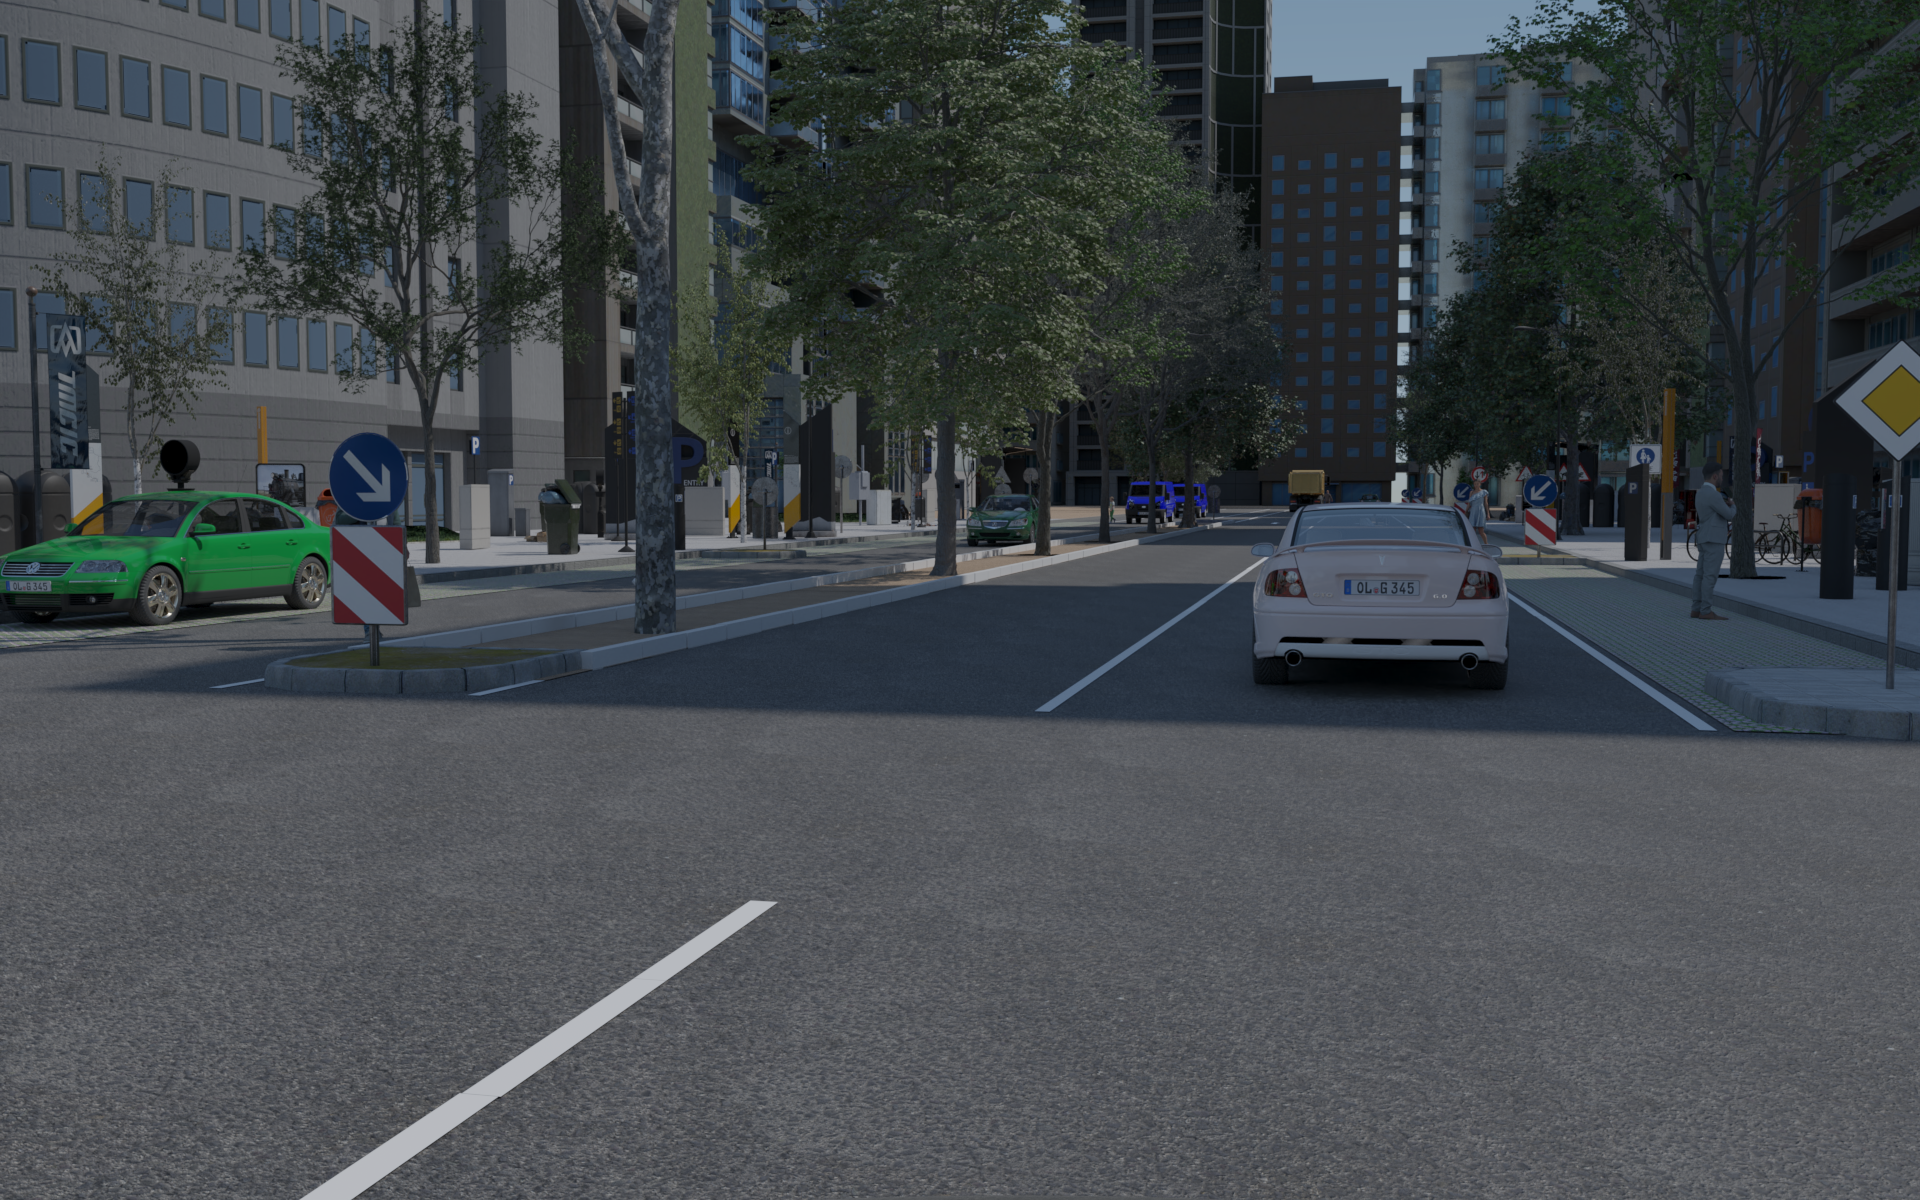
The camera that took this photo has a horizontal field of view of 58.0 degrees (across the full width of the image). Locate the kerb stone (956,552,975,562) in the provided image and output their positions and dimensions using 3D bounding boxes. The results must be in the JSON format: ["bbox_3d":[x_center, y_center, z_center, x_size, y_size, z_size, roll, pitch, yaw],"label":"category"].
[{"bbox_3d":[0.109,-0.908,37.051,0.120,0.150,1.000,1,4,13],"label":"kerb stone"}]

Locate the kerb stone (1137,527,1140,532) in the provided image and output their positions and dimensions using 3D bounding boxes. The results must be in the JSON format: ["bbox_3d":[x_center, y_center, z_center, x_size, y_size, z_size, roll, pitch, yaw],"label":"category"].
[{"bbox_3d":[6.554,-2.616,65.014,0.120,0.150,1.000,1,4,13],"label":"kerb stone"}]

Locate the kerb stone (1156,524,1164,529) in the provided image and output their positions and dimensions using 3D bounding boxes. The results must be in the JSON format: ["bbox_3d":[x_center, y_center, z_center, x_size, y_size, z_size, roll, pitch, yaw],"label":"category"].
[{"bbox_3d":[8.397,-3.107,72.994,0.120,0.150,1.000,1,4,13],"label":"kerb stone"}]

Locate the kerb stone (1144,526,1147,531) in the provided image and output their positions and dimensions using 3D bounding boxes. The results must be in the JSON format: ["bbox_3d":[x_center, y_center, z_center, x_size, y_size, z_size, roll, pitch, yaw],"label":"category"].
[{"bbox_3d":[7.019,-2.741,67.012,0.120,0.150,1.000,1,4,13],"label":"kerb stone"}]

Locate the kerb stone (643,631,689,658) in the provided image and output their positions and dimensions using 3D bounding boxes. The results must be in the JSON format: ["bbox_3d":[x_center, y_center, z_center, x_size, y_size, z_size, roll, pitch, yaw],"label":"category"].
[{"bbox_3d":[-2.705,0.408,15.560,0.120,0.150,1.000,1,4,13],"label":"kerb stone"}]

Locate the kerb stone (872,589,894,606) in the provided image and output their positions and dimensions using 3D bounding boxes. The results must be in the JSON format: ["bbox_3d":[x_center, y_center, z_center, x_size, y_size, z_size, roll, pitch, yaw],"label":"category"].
[{"bbox_3d":[-1.084,-0.020,22.542,0.120,0.150,1.000,1,4,13],"label":"kerb stone"}]

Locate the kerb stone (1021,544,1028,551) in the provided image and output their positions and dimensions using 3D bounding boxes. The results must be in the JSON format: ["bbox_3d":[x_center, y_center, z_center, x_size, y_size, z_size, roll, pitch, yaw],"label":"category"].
[{"bbox_3d":[1.486,-1.274,43.040,0.120,0.150,1.000,1,4,13],"label":"kerb stone"}]

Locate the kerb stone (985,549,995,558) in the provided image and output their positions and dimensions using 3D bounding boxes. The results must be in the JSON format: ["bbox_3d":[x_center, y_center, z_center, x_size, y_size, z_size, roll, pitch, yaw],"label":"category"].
[{"bbox_3d":[0.561,-1.030,39.045,0.120,0.150,1.000,1,4,13],"label":"kerb stone"}]

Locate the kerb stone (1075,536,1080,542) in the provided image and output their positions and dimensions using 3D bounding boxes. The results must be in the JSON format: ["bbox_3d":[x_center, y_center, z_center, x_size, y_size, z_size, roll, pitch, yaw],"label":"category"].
[{"bbox_3d":[3.335,-1.764,51.034,0.120,0.150,1.000,1,4,13],"label":"kerb stone"}]

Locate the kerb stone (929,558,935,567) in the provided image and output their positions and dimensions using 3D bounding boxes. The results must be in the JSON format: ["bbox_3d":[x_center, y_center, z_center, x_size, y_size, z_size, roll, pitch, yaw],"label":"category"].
[{"bbox_3d":[-0.580,-0.725,34.047,0.120,0.150,1.000,1,4,13],"label":"kerb stone"}]

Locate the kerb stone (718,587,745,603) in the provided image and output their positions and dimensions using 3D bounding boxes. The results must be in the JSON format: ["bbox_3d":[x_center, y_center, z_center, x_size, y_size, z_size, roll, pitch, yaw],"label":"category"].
[{"bbox_3d":[-3.131,-0.050,23.053,0.120,0.150,1.000,1,4,13],"label":"kerb stone"}]

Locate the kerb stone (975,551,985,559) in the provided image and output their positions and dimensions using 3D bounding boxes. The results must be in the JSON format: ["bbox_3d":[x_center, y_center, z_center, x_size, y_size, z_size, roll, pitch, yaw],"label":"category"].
[{"bbox_3d":[0.332,-0.970,38.048,0.120,0.150,1.000,1,4,13],"label":"kerb stone"}]

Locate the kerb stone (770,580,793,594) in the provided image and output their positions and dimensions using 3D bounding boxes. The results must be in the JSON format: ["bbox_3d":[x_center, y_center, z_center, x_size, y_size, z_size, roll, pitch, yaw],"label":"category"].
[{"bbox_3d":[-2.666,-0.174,25.043,0.120,0.150,1.000,1,4,13],"label":"kerb stone"}]

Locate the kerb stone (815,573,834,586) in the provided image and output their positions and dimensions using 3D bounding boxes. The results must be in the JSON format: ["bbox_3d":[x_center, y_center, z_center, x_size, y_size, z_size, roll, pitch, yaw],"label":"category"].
[{"bbox_3d":[-2.209,-0.296,27.044,0.120,0.150,1.000,1,4,13],"label":"kerb stone"}]

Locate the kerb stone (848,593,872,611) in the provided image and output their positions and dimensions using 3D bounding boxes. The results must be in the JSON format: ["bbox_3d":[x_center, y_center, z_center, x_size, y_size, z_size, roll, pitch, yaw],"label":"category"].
[{"bbox_3d":[-1.316,0.040,21.546,0.120,0.150,1.000,1,4,13],"label":"kerb stone"}]

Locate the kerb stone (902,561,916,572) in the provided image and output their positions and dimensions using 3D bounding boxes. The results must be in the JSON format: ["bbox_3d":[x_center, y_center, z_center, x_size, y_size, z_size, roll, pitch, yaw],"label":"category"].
[{"bbox_3d":[-1.053,-0.601,32.047,0.120,0.150,1.000,1,4,13],"label":"kerb stone"}]

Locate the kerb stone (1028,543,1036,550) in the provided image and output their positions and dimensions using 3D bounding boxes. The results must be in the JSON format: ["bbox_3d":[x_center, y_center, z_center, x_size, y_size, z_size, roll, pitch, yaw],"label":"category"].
[{"bbox_3d":[1.717,-1.335,44.035,0.120,0.150,1.000,1,4,13],"label":"kerb stone"}]

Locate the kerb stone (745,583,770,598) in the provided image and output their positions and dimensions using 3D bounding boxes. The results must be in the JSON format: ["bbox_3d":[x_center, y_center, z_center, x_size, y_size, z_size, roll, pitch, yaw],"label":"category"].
[{"bbox_3d":[-2.890,-0.109,24.046,0.120,0.150,1.000,1,4,13],"label":"kerb stone"}]

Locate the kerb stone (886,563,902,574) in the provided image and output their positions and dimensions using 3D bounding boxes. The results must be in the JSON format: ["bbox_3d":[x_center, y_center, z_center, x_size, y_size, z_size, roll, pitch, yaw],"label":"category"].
[{"bbox_3d":[-1.277,-0.541,31.047,0.120,0.150,1.000,1,4,13],"label":"kerb stone"}]

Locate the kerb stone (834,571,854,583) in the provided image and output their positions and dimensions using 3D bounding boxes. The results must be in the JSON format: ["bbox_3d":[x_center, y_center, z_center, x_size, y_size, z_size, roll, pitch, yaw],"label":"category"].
[{"bbox_3d":[-1.962,-0.358,28.047,0.120,0.150,1.000,1,4,13],"label":"kerb stone"}]

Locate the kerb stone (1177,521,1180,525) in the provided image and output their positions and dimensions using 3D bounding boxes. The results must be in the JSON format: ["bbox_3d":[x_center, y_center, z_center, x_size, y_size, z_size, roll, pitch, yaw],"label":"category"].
[{"bbox_3d":[9.789,-3.471,79.014,0.120,0.150,1.000,1,4,13],"label":"kerb stone"}]

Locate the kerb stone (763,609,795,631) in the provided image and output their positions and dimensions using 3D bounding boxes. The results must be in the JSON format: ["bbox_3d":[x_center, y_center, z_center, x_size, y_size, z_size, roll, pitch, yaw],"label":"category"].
[{"bbox_3d":[-2.013,0.223,18.549,0.120,0.150,1.000,1,4,13],"label":"kerb stone"}]

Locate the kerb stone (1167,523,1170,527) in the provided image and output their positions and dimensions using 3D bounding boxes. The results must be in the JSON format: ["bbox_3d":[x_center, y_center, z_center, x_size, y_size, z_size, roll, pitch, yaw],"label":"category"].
[{"bbox_3d":[8.868,-3.229,74.997,0.120,0.150,1.000,1,4,13],"label":"kerb stone"}]

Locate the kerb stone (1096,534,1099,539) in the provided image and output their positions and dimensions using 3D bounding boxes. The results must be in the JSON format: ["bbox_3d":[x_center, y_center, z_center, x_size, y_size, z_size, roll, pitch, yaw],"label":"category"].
[{"bbox_3d":[4.254,-2.008,55.018,0.120,0.150,1.000,1,4,13],"label":"kerb stone"}]

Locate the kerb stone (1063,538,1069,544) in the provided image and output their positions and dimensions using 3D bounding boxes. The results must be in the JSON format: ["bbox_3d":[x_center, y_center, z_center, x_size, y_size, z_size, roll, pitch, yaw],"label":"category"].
[{"bbox_3d":[2.873,-1.638,49.029,0.120,0.150,1.000,1,4,13],"label":"kerb stone"}]

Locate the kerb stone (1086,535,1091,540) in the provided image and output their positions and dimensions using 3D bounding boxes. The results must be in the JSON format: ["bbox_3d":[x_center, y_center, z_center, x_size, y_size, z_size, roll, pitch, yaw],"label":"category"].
[{"bbox_3d":[3.796,-1.885,53.026,0.120,0.150,1.000,1,4,13],"label":"kerb stone"}]

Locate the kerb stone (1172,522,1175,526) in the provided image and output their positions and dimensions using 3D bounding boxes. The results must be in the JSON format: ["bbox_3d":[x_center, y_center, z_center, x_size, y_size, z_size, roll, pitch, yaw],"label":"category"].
[{"bbox_3d":[9.328,-3.353,77.021,0.120,0.150,1.000,1,4,13],"label":"kerb stone"}]

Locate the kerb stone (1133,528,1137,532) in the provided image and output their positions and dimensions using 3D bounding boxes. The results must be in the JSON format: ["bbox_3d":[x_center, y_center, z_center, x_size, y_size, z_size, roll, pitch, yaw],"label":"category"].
[{"bbox_3d":[6.323,-2.558,64.011,0.120,0.150,1.000,1,4,13],"label":"kerb stone"}]

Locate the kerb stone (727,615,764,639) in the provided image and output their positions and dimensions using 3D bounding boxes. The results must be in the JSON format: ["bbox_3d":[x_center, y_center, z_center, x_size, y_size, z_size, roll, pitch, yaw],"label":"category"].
[{"bbox_3d":[-2.237,0.284,17.552,0.120,0.150,1.000,1,4,13],"label":"kerb stone"}]

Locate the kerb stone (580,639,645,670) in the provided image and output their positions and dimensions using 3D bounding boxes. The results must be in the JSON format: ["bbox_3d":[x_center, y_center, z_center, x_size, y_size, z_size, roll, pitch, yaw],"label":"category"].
[{"bbox_3d":[-2.928,0.467,14.562,0.120,0.150,1.000,1,4,13],"label":"kerb stone"}]

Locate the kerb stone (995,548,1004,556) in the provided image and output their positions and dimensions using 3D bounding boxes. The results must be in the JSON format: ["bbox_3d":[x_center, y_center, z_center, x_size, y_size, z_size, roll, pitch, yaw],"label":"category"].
[{"bbox_3d":[0.790,-1.091,40.041,0.120,0.150,1.000,1,4,13],"label":"kerb stone"}]

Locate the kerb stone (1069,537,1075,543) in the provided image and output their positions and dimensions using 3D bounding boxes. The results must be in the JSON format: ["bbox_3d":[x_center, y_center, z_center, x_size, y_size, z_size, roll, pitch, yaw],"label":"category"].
[{"bbox_3d":[3.103,-1.703,50.038,0.120,0.150,1.000,1,4,13],"label":"kerb stone"}]

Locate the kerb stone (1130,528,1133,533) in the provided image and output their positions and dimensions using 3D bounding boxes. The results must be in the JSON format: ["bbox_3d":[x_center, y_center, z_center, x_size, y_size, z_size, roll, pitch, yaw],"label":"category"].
[{"bbox_3d":[6.092,-2.497,63.015,0.120,0.150,1.000,1,4,13],"label":"kerb stone"}]

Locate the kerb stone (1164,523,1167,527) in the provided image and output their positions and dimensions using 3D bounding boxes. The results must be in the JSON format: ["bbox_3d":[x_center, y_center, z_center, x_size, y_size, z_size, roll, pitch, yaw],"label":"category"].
[{"bbox_3d":[8.632,-3.168,73.990,0.120,0.150,1.000,1,4,13],"label":"kerb stone"}]

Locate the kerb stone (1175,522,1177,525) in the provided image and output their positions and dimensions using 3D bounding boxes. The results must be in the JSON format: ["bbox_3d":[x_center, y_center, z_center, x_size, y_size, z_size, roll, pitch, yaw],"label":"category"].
[{"bbox_3d":[9.572,-3.414,78.014,0.120,0.150,1.000,1,4,13],"label":"kerb stone"}]

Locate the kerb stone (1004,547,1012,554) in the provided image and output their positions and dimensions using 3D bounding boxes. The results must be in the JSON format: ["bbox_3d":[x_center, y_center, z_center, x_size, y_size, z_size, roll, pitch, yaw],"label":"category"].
[{"bbox_3d":[1.021,-1.152,41.039,0.120,0.150,1.000,1,4,13],"label":"kerb stone"}]

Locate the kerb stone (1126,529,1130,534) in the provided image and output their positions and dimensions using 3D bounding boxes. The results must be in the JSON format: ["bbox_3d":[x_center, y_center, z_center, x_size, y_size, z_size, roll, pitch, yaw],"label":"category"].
[{"bbox_3d":[5.870,-2.436,62.017,0.120,0.150,1.000,1,4,13],"label":"kerb stone"}]

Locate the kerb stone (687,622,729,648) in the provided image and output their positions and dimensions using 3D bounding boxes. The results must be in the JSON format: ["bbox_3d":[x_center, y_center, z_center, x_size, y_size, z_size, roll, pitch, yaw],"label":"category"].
[{"bbox_3d":[-2.466,0.350,16.555,0.120,0.150,1.000,1,4,13],"label":"kerb stone"}]

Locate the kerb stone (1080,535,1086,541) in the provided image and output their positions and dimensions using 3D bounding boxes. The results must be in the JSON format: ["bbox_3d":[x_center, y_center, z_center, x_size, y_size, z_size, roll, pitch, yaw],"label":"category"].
[{"bbox_3d":[3.563,-1.822,52.030,0.120,0.150,1.000,1,4,13],"label":"kerb stone"}]

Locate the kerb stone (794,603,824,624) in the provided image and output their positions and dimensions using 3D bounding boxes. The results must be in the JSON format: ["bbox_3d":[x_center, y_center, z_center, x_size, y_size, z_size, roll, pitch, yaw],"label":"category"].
[{"bbox_3d":[-1.773,0.162,19.546,0.120,0.150,1.000,1,4,13],"label":"kerb stone"}]

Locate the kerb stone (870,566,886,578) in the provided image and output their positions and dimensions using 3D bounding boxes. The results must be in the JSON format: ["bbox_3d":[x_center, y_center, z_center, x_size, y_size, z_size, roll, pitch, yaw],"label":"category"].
[{"bbox_3d":[-1.513,-0.481,30.052,0.120,0.150,1.000,1,4,13],"label":"kerb stone"}]

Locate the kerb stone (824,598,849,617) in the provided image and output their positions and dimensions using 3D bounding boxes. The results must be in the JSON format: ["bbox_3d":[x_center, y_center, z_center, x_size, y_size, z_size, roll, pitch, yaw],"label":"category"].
[{"bbox_3d":[-1.543,0.102,20.550,0.120,0.150,1.000,1,4,13],"label":"kerb stone"}]

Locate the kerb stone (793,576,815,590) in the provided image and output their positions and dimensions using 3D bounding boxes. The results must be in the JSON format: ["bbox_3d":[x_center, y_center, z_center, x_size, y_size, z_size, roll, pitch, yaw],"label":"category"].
[{"bbox_3d":[-2.427,-0.235,26.041,0.120,0.150,1.000,1,4,13],"label":"kerb stone"}]

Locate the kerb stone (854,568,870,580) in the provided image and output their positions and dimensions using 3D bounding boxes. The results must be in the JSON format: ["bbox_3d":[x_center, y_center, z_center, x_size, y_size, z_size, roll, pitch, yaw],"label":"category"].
[{"bbox_3d":[-1.743,-0.414,29.051,0.120,0.150,1.000,1,4,13],"label":"kerb stone"}]

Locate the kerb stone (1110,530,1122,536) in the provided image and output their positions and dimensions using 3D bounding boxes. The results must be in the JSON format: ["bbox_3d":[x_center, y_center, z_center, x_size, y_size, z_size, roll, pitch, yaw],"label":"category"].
[{"bbox_3d":[5.403,-2.313,60.017,0.120,0.150,1.000,1,4,13],"label":"kerb stone"}]

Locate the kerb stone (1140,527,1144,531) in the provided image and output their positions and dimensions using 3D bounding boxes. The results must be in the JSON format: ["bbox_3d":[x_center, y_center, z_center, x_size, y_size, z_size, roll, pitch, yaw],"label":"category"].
[{"bbox_3d":[6.787,-2.680,66.017,0.120,0.150,1.000,1,4,13],"label":"kerb stone"}]

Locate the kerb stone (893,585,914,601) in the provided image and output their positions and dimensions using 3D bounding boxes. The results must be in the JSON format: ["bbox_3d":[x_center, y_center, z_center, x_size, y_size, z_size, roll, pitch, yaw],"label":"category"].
[{"bbox_3d":[-0.850,-0.082,23.537,0.120,0.150,1.000,1,4,13],"label":"kerb stone"}]

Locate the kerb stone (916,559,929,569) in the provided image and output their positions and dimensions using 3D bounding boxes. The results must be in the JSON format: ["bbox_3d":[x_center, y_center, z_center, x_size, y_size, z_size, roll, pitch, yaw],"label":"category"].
[{"bbox_3d":[-0.816,-0.660,33.043,0.120,0.150,1.000,1,4,13],"label":"kerb stone"}]

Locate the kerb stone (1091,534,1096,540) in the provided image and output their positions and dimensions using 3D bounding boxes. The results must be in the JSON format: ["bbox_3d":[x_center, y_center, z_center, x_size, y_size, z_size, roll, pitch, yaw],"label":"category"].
[{"bbox_3d":[4.028,-1.947,54.021,0.120,0.150,1.000,1,4,13],"label":"kerb stone"}]

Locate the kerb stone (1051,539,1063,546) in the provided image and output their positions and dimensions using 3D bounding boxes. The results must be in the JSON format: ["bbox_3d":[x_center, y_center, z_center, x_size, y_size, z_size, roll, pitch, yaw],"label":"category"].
[{"bbox_3d":[2.639,-1.580,48.027,0.120,0.150,1.000,1,4,13],"label":"kerb stone"}]

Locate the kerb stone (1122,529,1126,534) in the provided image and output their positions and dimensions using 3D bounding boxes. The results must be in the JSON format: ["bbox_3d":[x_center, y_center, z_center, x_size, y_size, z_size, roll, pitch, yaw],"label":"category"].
[{"bbox_3d":[5.625,-2.372,61.023,0.120,0.150,1.000,1,4,13],"label":"kerb stone"}]

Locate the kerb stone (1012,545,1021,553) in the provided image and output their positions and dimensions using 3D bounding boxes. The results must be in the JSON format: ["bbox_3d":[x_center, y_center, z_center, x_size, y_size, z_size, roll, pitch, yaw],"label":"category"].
[{"bbox_3d":[1.255,-1.214,42.044,0.120,0.150,1.000,1,4,13],"label":"kerb stone"}]

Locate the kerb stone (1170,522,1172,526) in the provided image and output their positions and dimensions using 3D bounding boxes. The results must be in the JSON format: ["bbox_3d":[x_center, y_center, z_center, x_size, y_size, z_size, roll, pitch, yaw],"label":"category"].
[{"bbox_3d":[9.092,-3.291,76.007,0.120,0.150,1.000,1,4,13],"label":"kerb stone"}]
